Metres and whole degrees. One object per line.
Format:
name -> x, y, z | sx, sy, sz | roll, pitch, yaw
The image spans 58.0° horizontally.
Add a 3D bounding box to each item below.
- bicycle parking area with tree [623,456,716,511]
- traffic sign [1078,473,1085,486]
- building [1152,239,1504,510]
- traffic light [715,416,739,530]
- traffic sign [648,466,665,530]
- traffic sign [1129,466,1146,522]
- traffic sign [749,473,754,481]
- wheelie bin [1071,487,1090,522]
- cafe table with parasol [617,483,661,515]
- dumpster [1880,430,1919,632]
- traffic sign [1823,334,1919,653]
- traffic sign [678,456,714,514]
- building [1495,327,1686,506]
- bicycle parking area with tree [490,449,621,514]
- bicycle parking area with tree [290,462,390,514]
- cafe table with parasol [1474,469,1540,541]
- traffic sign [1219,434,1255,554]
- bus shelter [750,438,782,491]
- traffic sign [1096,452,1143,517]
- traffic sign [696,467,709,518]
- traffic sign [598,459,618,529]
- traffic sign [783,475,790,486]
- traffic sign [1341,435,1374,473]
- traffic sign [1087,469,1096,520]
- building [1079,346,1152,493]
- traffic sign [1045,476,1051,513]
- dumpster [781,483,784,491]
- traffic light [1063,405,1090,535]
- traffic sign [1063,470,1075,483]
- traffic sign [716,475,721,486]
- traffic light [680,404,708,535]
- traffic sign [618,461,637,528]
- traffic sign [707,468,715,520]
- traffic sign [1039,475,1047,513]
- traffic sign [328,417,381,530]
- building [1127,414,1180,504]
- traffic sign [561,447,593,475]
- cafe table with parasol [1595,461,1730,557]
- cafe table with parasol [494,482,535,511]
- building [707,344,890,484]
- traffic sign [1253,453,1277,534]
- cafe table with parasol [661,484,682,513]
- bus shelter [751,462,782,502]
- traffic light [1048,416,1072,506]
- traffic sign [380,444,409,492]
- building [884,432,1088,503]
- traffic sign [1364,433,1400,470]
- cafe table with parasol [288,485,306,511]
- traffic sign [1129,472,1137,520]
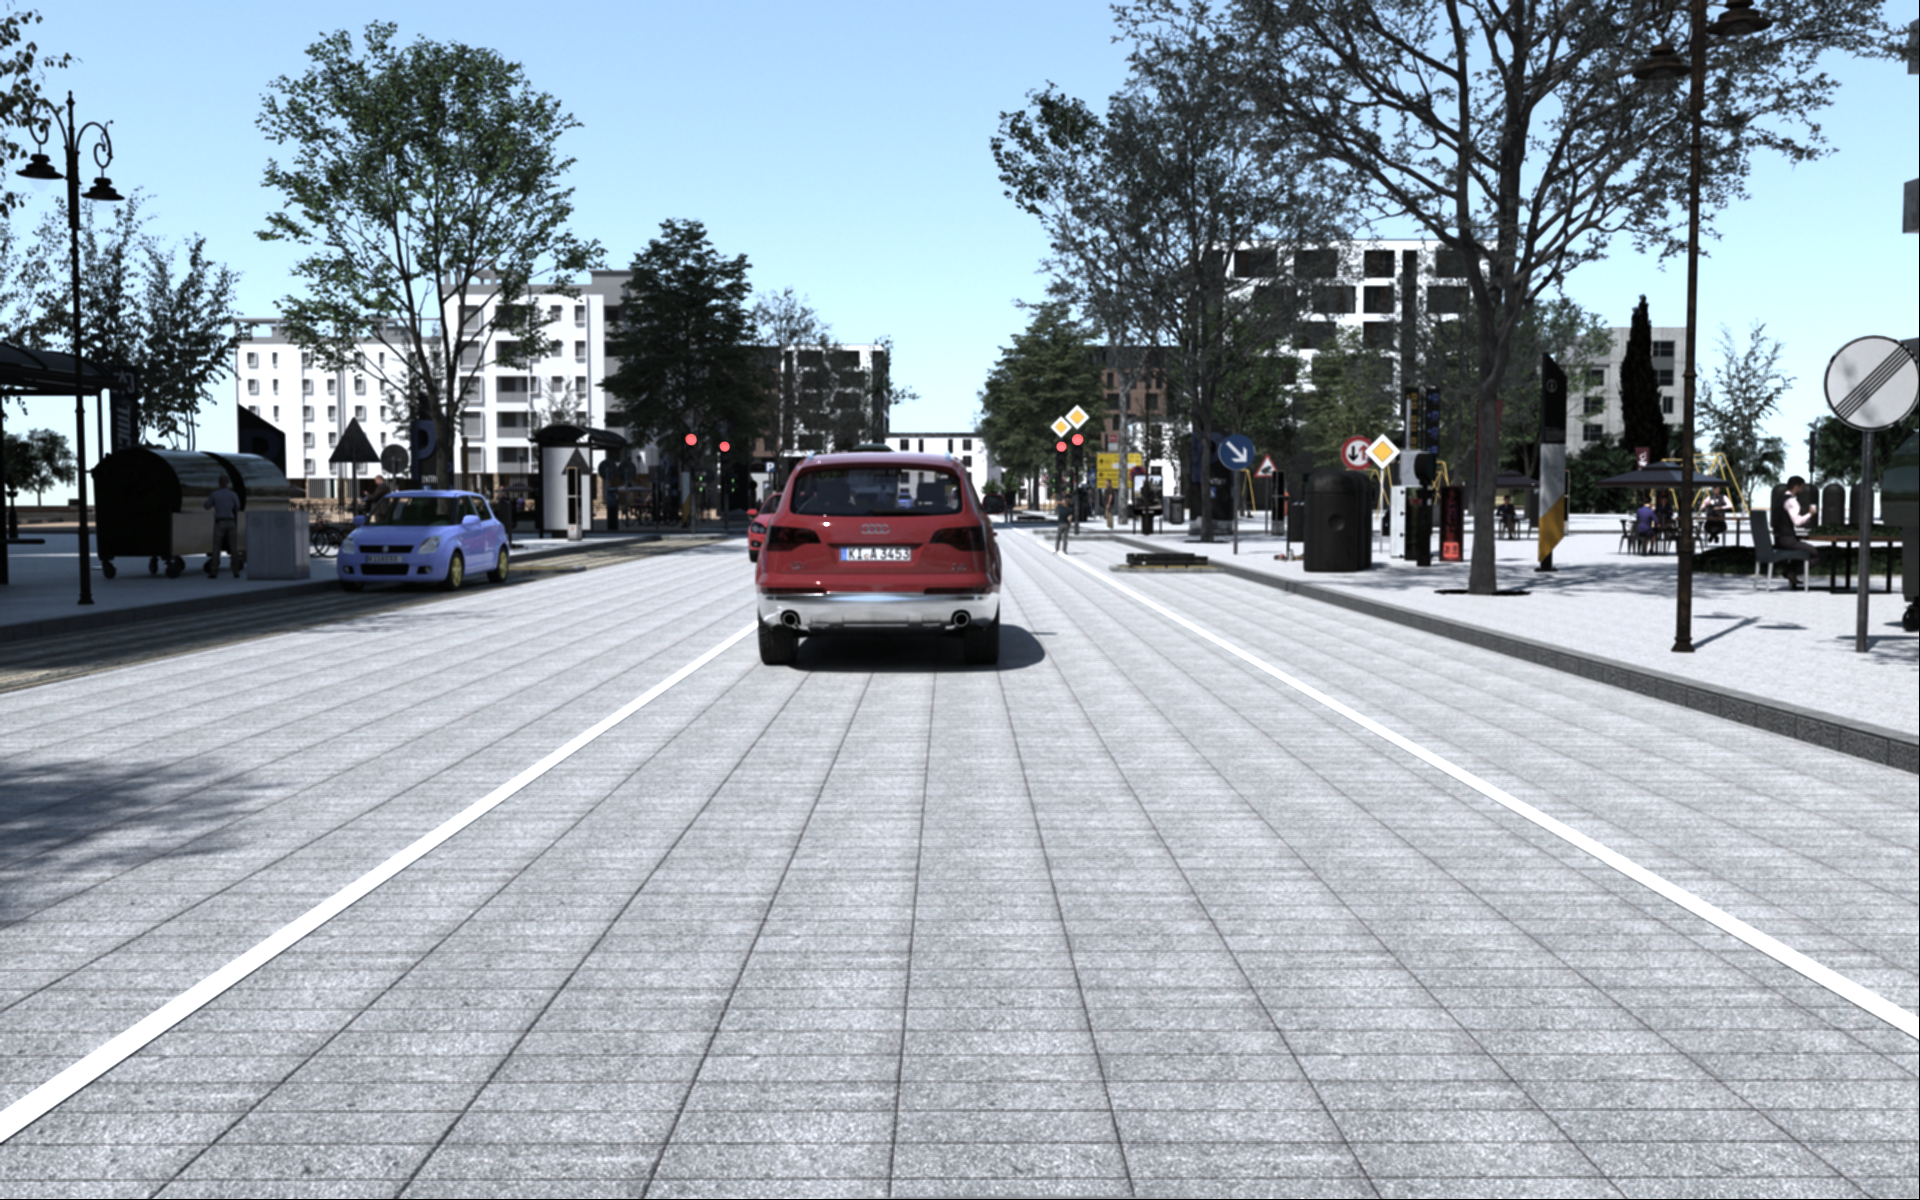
bicycle parking area with tree -> -23.171, -8.930, 133.003 | 9.016, 4.147, 8.231 | 2, 4, 34
traffic sign -> 7.483, -6.690, 109.116 | 0.795, 2.593, 0.064 | 0, 4, 4
building -> 33.369, -19.039, 155.262 | 27.936, 21.610, 32.646 | 0, 4, 0
traffic light -> -8.405, -4.490, 62.338 | 0.839, 4.253, 0.868 | 0, 4, 0
traffic sign -> -10.913, -3.685, 62.383 | 0.606, 2.300, 0.079 | 0, 3, 0
traffic sign -> 8.054, -4.792, 78.459 | 0.768, 2.556, 0.104 | 0, 4, 8
traffic sign -> -11.441, -5.706, 93.297 | 0.884, 2.594, 0.081 | 0, 4, 1
wheelie bin -> 5.589, -4.418, 80.150 | 0.693, 1.594, 0.980 | 3, 4, 39
cafe table with parasol -> -20.060, -6.163, 105.632 | 2.610, 1.966, 2.610 | 0, 4, 6
dumpster -> 9.360, -0.781, 15.270 | 1.502, 2.255, 1.985 | 0, 4, 0
traffic sign -> 7.300, -0.847, 13.948 | 0.768, 2.556, 0.104 | 0, 4, 3
traffic sign -> -14.130, -5.979, 91.633 | 2.265, 3.308, 0.079 | 0, 4, 6
building -> 61.249, -19.871, 191.354 | 31.486, 18.905, 16.747 | 0, 4, 0
bicycle parking area with tree -> -27.805, -7.748, 113.683 | 9.016, 4.147, 8.231 | 0, 4, 4
bicycle parking area with tree -> -38.887, -7.693, 112.785 | 9.016, 4.147, 8.231 | 2, 4, 31
cafe table with parasol -> 15.354, -2.660, 48.355 | 2.610, 1.966, 2.610 | -1, 4, -16
traffic sign -> 5.862, -2.242, 36.756 | 0.768, 2.556, 0.104 | 0, 4, 1
bus shelter -> -13.872, -8.720, 120.204 | 2.179, 5.291, 8.768 | 0, 4, 0
traffic sign -> 7.764, -5.547, 84.562 | 2.265, 3.308, 0.079 | 0, 4, 2
traffic sign -> -12.301, -5.031, 82.365 | 0.768, 2.556, 0.104 | 0, 4, 8
traffic sign -> -12.889, -3.869, 63.368 | 0.768, 2.556, 0.104 | 1, 4, 9
traffic sign -> -11.736, -7.240, 118.486 | 0.768, 2.556, 0.104 | 0, 4, 5
traffic sign -> 8.631, -2.294, 37.609 | 0.768, 2.556, 0.104 | 0, 4, 1
traffic sign -> 6.782, -5.317, 87.032 | 0.768, 2.556, 0.104 | 0, 4, 8
building -> 34.089, -24.777, 249.070 | 32.646, 21.610, 27.936 | 0, 4, 0
traffic sign -> 6.121, -7.169, 117.312 | 0.768, 2.556, 0.104 | 0, 4, 0
dumpster -> -12.656, -7.555, 126.023 | 1.502, 2.255, 1.985 | 0, 4, 0
traffic light -> 3.654, -4.006, 54.426 | 0.839, 4.253, 0.868 | 0, 4, 0
traffic sign -> 5.779, -5.565, 91.101 | 0.768, 2.556, 0.104 | 0, 4, 5
traffic sign -> -15.469, -6.871, 112.448 | 0.768, 2.556, 0.104 | 0, 4, 4
traffic light -> -8.367, -4.002, 54.353 | 0.839, 4.253, 0.868 | 0, 4, 0
traffic sign -> -12.660, -4.020, 65.833 | 0.768, 2.556, 0.104 | 0, 4, 6
traffic sign -> -12.538, -5.256, 86.042 | 0.768, 2.556, 0.104 | 0, 4, 5
traffic sign -> 5.795, -7.246, 118.467 | 0.884, 2.594, 0.081 | 0, 4, 3
traffic sign -> -10.216, -1.788, 29.239 | 0.884, 2.594, 0.081 | 0, 3, 0
building -> 23.442, -14.919, 186.071 | 9.099, 9.664, 28.070 | 0, 4, 0
traffic sign -> -10.645, -2.945, 48.162 | 0.884, 2.594, 0.081 | 0, 4, 2
cafe table with parasol -> 14.616, -1.909, 36.080 | 2.610, 1.966, 2.610 | 1, 4, 21
cafe table with parasol -> -31.767, -7.240, 123.244 | 2.610, 1.966, 2.610 | 0, 4, 4
building -> -26.764, -24.825, 249.869 | 32.646, 21.610, 27.936 | 0, 4, 0
traffic sign -> 9.812, -3.387, 55.389 | 0.884, 2.594, 0.081 | 0, 4, 4
cafe table with parasol -> -20.218, -6.907, 117.789 | 2.610, 1.966, 2.610 | -1, 4, -12
bus shelter -> -12.857, -7.262, 112.653 | 2.014, 3.302, 5.546 | 0, 3, 0
traffic light -> 3.616, -4.495, 62.411 | 0.839, 4.253, 0.868 | 0, 4, 0
traffic sign -> -14.430, -2.697, 44.208 | 0.768, 2.556, 0.104 | 0, 4, 7
building -> 3.641, -18.244, 240.439 | 28.070, 9.664, 9.099 | 0, 4, 0
traffic sign -> 9.139, -2.305, 37.424 | 0.795, 2.593, 0.064 | 0, 4, 1
cafe table with parasol -> -49.427, -7.537, 128.089 | 2.610, 1.966, 2.610 | 3, 5, 39
traffic sign -> 8.579, -5.143, 84.197 | 0.768, 2.556, 0.104 | 0, 4, 5
